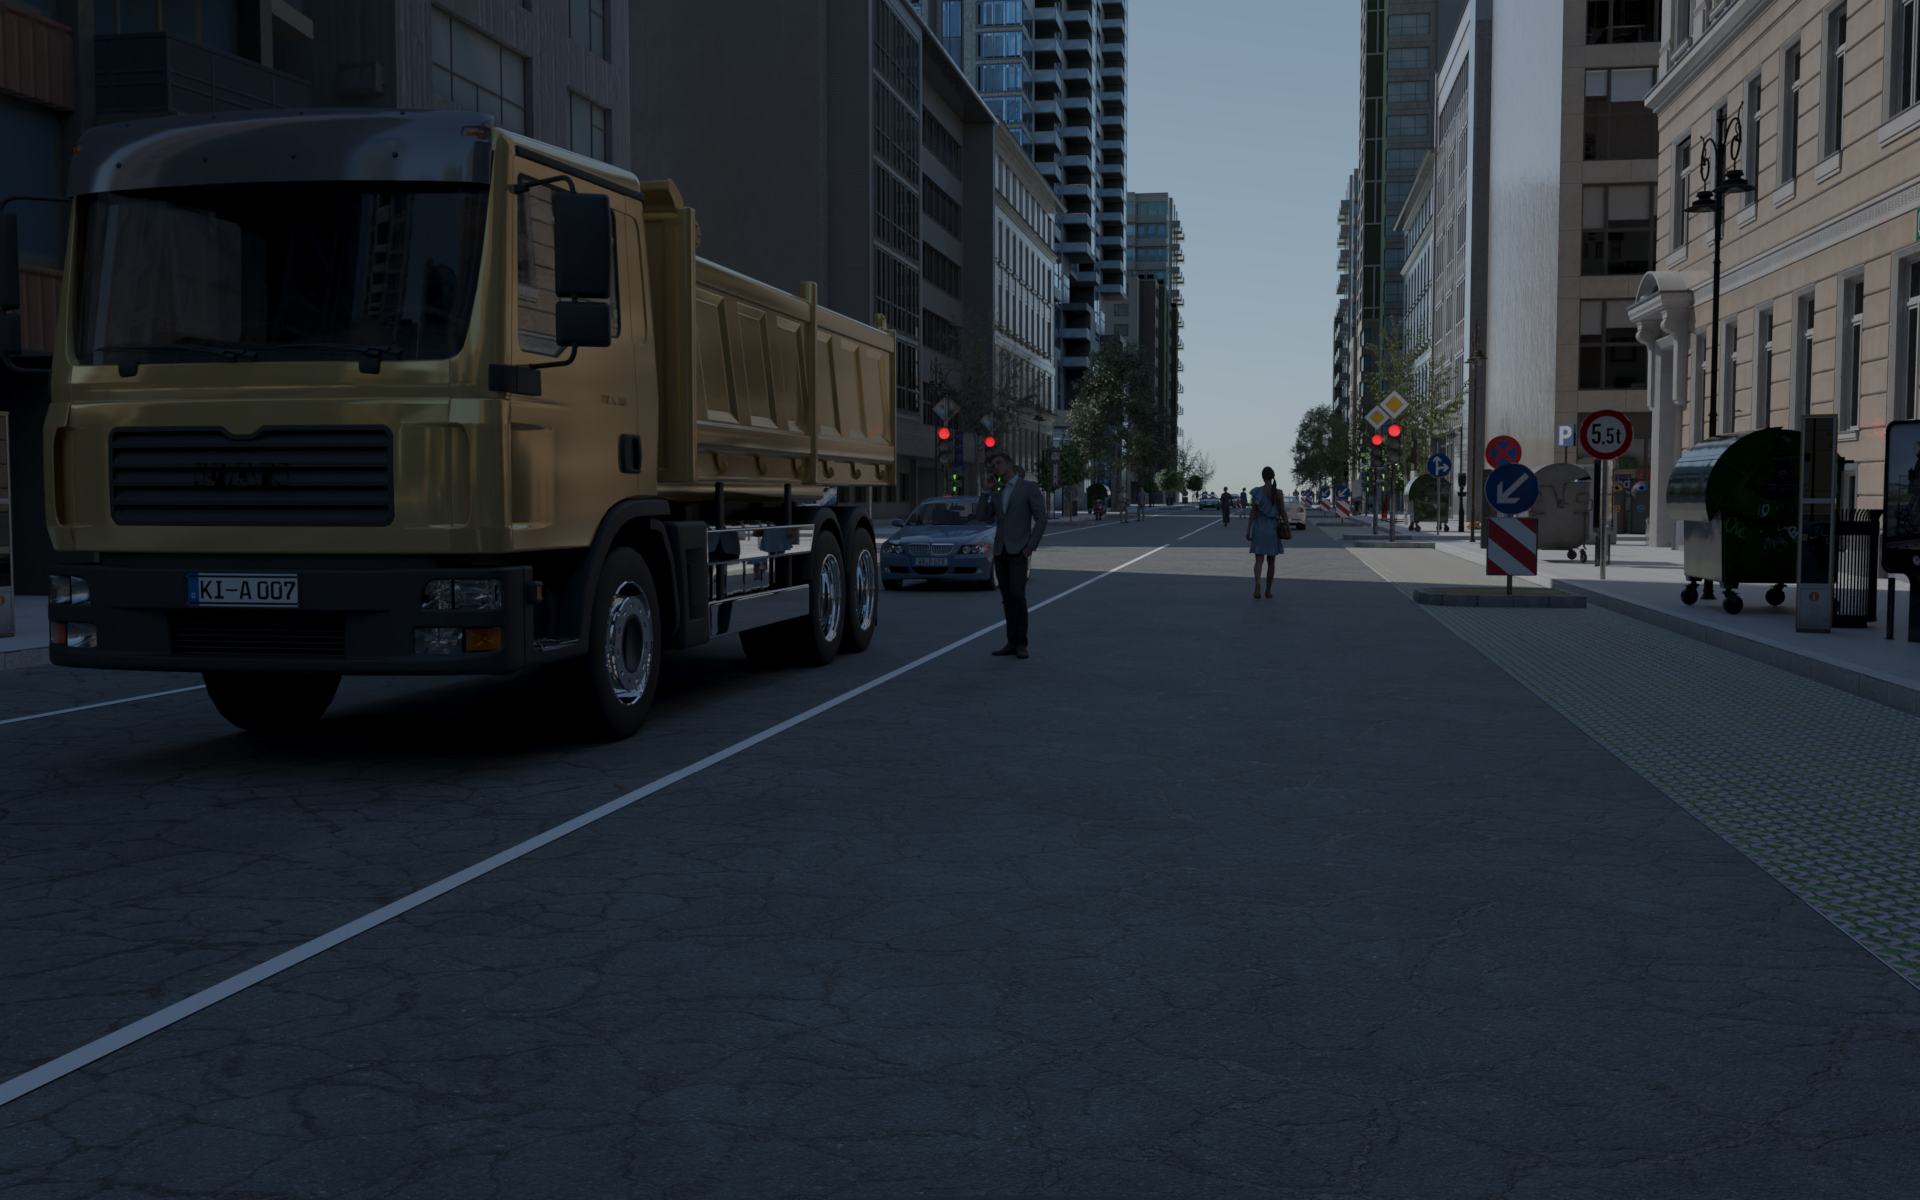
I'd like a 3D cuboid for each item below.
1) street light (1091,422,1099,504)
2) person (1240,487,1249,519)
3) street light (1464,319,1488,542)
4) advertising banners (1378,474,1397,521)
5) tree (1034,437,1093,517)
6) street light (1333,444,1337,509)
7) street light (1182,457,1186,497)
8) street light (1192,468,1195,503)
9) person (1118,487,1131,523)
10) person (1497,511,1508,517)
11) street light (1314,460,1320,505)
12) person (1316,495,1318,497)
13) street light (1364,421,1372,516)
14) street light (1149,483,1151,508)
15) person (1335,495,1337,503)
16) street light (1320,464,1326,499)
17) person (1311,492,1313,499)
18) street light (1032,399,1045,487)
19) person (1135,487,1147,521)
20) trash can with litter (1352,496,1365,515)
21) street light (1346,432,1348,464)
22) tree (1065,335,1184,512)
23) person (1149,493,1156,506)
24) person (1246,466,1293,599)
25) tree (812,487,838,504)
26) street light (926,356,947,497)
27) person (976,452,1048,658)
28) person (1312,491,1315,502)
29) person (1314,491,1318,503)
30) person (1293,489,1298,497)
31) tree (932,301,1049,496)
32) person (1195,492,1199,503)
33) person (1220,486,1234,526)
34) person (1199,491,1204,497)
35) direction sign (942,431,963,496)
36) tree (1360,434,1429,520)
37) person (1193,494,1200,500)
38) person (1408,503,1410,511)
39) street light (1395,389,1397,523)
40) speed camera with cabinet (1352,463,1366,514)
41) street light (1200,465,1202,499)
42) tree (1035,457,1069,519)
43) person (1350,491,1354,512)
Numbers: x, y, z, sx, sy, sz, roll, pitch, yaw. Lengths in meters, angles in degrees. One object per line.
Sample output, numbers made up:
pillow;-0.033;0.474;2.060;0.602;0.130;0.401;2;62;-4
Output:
street light;8.448;-8.308;108.616;0.468;5.910;1.993;1;4;10
person;16.511;-5.655;100.981;0.654;1.822;0.581;-2;4;-26
street light;13.667;-4.479;46.022;0.468;5.910;1.993;1;4;10
advertising banners;20.230;-5.275;82.427;2.074;3.025;0.090;-3;5;-45
tree;5.871;-7.071;99.320;4.285;4.588;4.351;0;3;0
street light;32.975;-10.987;152.422;0.468;5.910;1.993;1;4;10
street light;27.669;-14.788;214.564;0.468;5.910;1.993;1;4;10
street light;32.311;-16.362;240.302;0.468;5.910;1.993;1;4;10
person;8.114;-4.691;85.392;0.583;1.804;0.606;3;5;41
person;17.312;-3.016;55.461;0.694;1.812;0.767;0;4;5
street light;42.102;-14.068;202.793;0.468;5.910;1.993;1;4;10
person;49.950;-14.257;239.969;1.217;1.723;0.721;3;5;42
street light;23.901;-7.887;101.743;0.468;5.910;1.993;1;4;10
street light;17.308;-11.308;157.677;0.468;5.910;1.993;1;4;10
person;49.537;-13.582;228.769;0.551;1.740;0.621;-3;5;-42
street light;37.525;-12.544;177.884;0.468;5.910;1.993;1;4;10
person;56.265;-16.509;276.677;1.217;1.743;0.721;-1;4;-13
street light;3.791;-6.756;83.242;0.468;5.910;1.993;1;4;10
person;9.548;-5.042;91.029;0.635;1.810;0.391;3;5;39
trash can with litter;23.958;-5.681;104.275;0.624;1.170;1.055;2;4;27
street light;28.283;-9.416;126.742;0.468;5.910;1.993;1;4;10
tree;11.366;-12.698;124.613;9.611;12.733;9.660;0;3;0
person;20.321;-10.758;182.493;0.990;1.755;0.434;-2;4;-34
person;4.217;-0.920;23.644;0.616;1.811;0.778;1;4;18
tree;-3.637;-3.037;44.249;1.663;3.219;1.824;0;3;0
street light;-0.798;-5.213;58.027;0.468;5.910;1.993;1;4;10
person;0.453;-0.405;15.296;0.473;1.802;0.592;-3;4;-36
person;55.234;-16.153;270.692;0.434;1.755;0.990;2;4;26
person;52.372;-15.134;254.274;1.217;1.735;0.721;-2;4;-34
person;23.068;-6.753;119.404;0.515;1.767;0.782;3;4;37
tree;0.946;-7.107;66.561;4.360;8.622;3.978;0;3;0
person;34.518;-15.093;252.673;0.709;1.838;0.599;1;4;18
person;11.900;-4.181;77.278;0.576;1.772;0.534;-2;4;-31
person;32.193;-13.519;229.550;1.348;1.821;0.705;1;4;19
direction sign;-0.273;-4.293;62.189;0.876;3.537;0.379;-2;4;-32
tree;21.610;-6.251;85.921;4.285;4.588;4.351;0;3;0
person;34.824;-15.153;254.500;1.217;1.736;0.721;2;4;23
person;23.565;-5.163;90.554;0.679;1.850;0.850;-3;5;-45
street light;19.240;-6.347;76.568;0.468;5.910;1.993;1;4;10
speed camera with cabinet;25.397;-7.074;109.999;0.660;3.252;2.038;2;4;24
street light;36.832;-17.886;265.222;0.468;5.910;1.993;1;4;10
tree;4.515;-5.774;89.013;1.663;3.219;1.824;0;3;0
person;28.454;-7.281;125.292;0.606;1.804;0.583;0;4;2
